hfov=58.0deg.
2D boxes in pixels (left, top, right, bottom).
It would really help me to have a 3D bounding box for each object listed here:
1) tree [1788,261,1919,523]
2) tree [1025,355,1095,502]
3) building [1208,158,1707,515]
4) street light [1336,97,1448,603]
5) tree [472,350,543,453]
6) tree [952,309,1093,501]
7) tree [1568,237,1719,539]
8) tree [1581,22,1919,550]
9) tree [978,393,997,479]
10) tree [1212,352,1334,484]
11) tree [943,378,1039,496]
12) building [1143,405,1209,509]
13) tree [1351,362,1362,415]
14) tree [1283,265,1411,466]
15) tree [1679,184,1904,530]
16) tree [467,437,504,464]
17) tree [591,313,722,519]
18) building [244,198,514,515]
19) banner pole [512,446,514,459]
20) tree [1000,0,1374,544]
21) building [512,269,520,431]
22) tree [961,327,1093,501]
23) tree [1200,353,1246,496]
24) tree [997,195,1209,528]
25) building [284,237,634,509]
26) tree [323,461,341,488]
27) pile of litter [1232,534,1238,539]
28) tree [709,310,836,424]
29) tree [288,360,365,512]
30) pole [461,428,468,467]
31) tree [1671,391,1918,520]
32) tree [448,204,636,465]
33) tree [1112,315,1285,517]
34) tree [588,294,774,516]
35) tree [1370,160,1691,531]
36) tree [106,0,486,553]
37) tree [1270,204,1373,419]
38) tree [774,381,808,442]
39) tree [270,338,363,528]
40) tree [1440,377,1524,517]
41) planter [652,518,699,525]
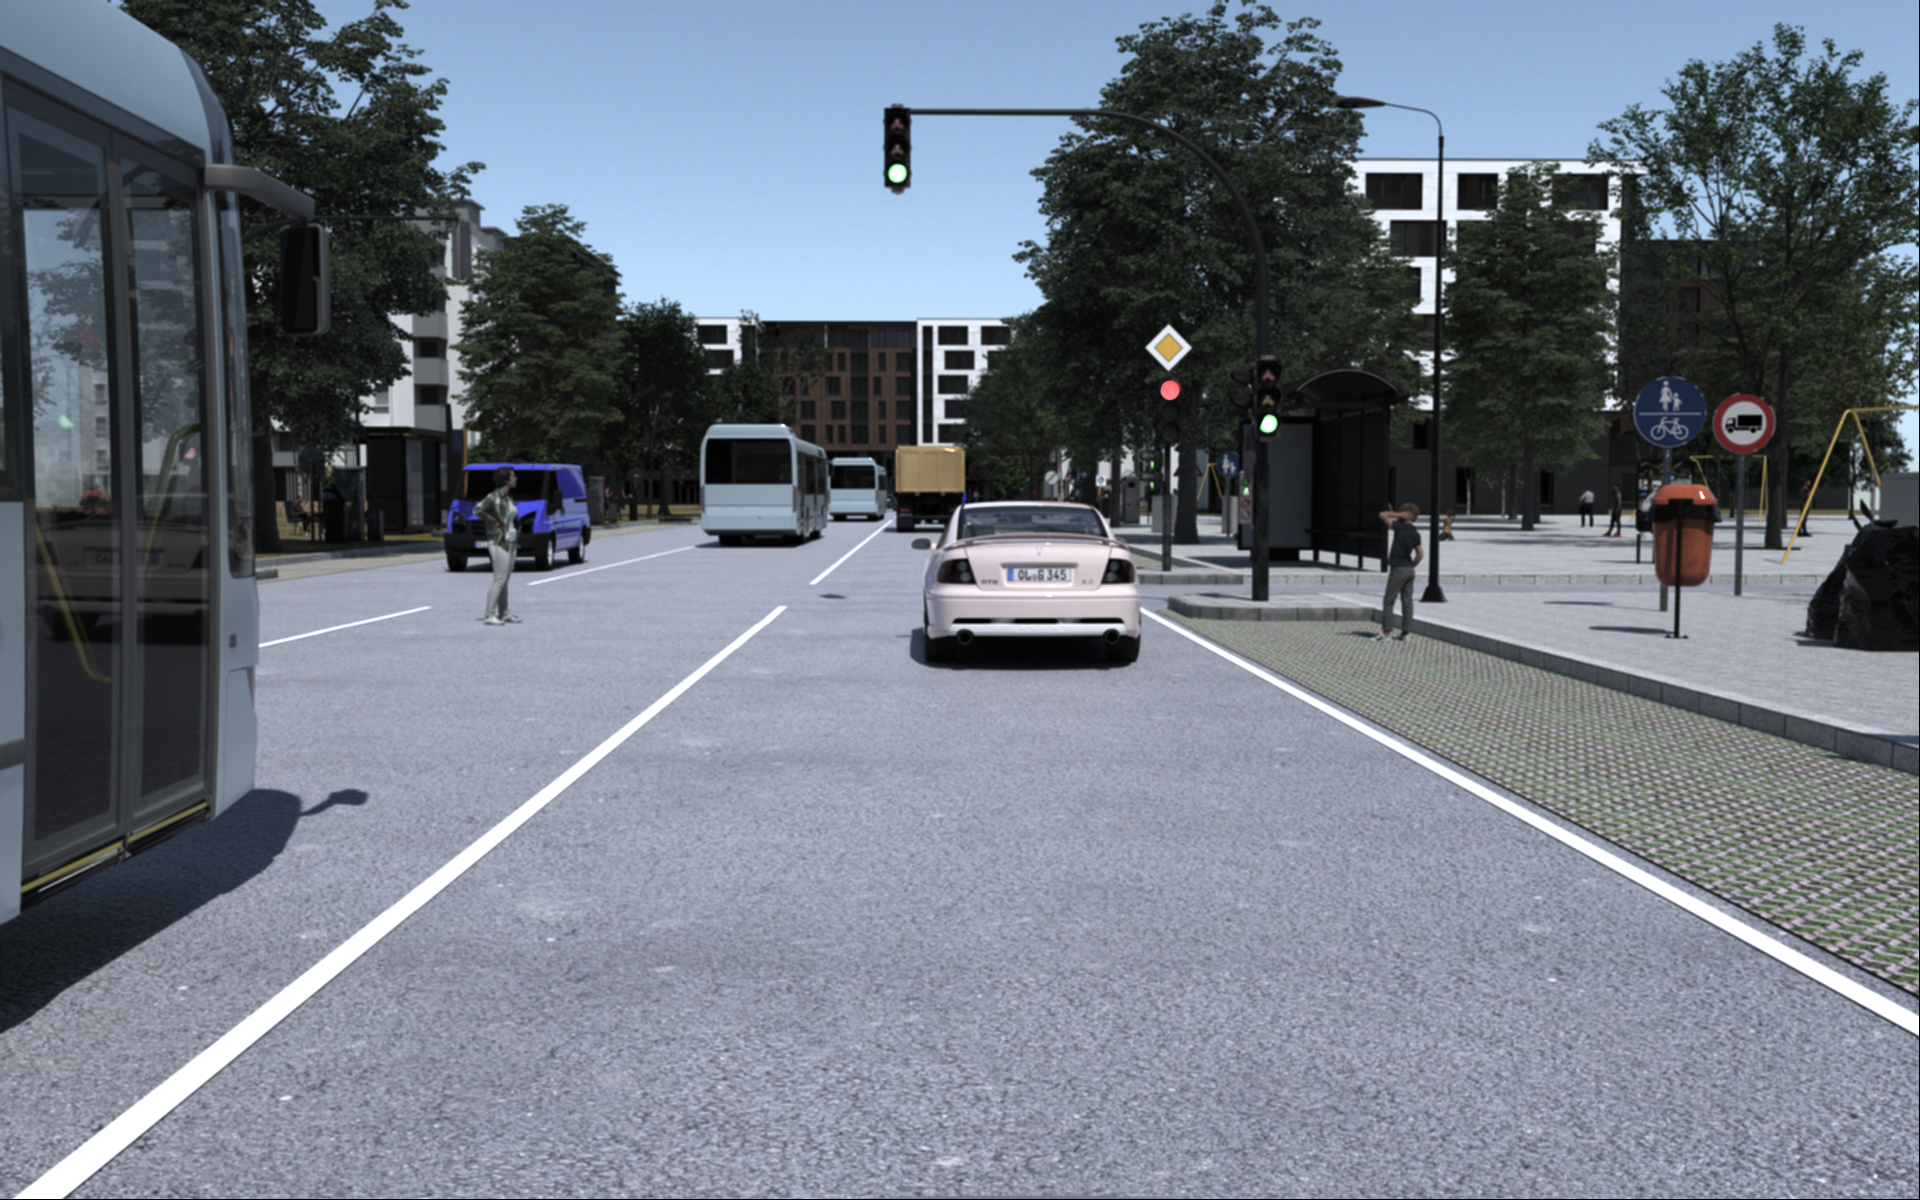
[{"bbox_3d":[28.353,-6.338,53.989,4.737,8.622,4.395,0,3,0],"label":"tree"},{"bbox_3d":[5.297,-8.296,86.001,4.737,8.622,4.395,0,3,0],"label":"tree"},{"bbox_3d":[31.083,-17.013,122.140,27.936,21.610,32.646,0,4,-1],"label":"building"},{"bbox_3d":[5.098,-2.930,20.443,1.470,5.913,1.316,0,4,-1],"label":"street light"},{"bbox_3d":[-22.583,-8.427,88.136,4.360,8.622,3.978,0,3,0],"label":"tree"},{"bbox_3d":[4.656,-12.525,115.148,12.009,13.543,11.850,0,3,0],"label":"tree"},{"bbox_3d":[19.393,-6.032,48.988,4.360,8.622,3.978,0,3,0],"label":"tree"},{"bbox_3d":[18.622,-6.967,39.669,9.928,11.665,9.643,0,3,0],"label":"tree"},{"bbox_3d":[4.755,-13.633,141.033,7.486,12.596,7.792,0,3,0],"label":"tree"},{"bbox_3d":[13.495,-7.711,76.445,4.737,8.622,4.395,0,3,0],"label":"tree"},{"bbox_3d":[3.115,-15.239,166.158,9.611,12.733,9.660,0,3,0],"label":"tree"},{"bbox_3d":[22.345,-12.893,152.945,9.099,9.664,28.070,0,4,-1],"label":"building"},{"bbox_3d":[19.269,-8.452,88.547,4.737,8.622,4.395,0,3,0],"label":"tree"},{"bbox_3d":[12.113,-6.409,55.150,4.360,8.622,3.978,0,3,0],"label":"tree"},{"bbox_3d":[29.988,-8.804,62.069,7.486,12.596,7.792,0,3,0],"label":"tree"},{"bbox_3d":[-27.768,-7.123,100.180,4.285,4.588,4.351,0,3,0],"label":"tree"},{"bbox_3d":[-15.647,-9.436,88.683,7.601,10.594,8.767,0,4,-7],"label":"tree"},{"bbox_3d":[-37.760,-15.443,108.906,16.016,20.091,11.380,0,4,-1],"label":"building"},{"bbox_3d":[-19.372,-5.207,75.154,0.401,3.779,0.863,-1,4,-12],"label":"banner pole"},{"bbox_3d":[5.730,-8.414,44.223,9.857,13.997,8.962,0,3,0],"label":"tree"},{"bbox_3d":[-39.253,-16.152,120.497,16.016,20.091,11.380,0,4,-1],"label":"building"},{"bbox_3d":[5.009,-10.814,102.557,9.928,11.665,9.643,0,3,0],"label":"tree"},{"bbox_3d":[13.037,-8.098,82.761,4.360,8.622,3.978,0,3,0],"label":"tree"},{"bbox_3d":[6.066,-8.973,64.838,7.486,12.596,7.792,0,3,0],"label":"tree"},{"bbox_3d":[-47.581,-18.812,151.549,32.646,21.610,27.936,0,4,-1],"label":"building"},{"bbox_3d":[-36.432,-6.496,100.811,1.663,3.219,1.824,0,3,0],"label":"tree"},{"bbox_3d":[8.186,-2.117,48.577,1.176,0.858,1.719,2,4,31],"label":"pile of litter"},{"bbox_3d":[-19.935,-19.777,179.241,12.611,20.169,13.585,0,3,0],"label":"tree"},{"bbox_3d":[-34.363,-8.754,93.489,4.737,8.622,4.395,0,3,0],"label":"tree"},{"bbox_3d":[-15.352,-3.662,53.721,0.158,3.312,0.155,0,3,0],"label":"pole"},{"bbox_3d":[42.190,-7.708,88.931,11.467,7.101,20.602,0,4,5],"label":"tree"},{"bbox_3d":[-16.427,-9.164,67.954,7.486,12.596,7.792,0,3,0],"label":"tree"},{"bbox_3d":[15.141,-10.501,97.453,9.928,11.665,9.643,0,3,0],"label":"tree"},{"bbox_3d":[-17.261,-11.183,99.853,9.611,12.733,9.660,0,3,0],"label":"tree"},{"bbox_3d":[19.325,-8.652,59.590,7.486,12.596,7.792,0,3,0],"label":"tree"},{"bbox_3d":[-15.273,-8.010,37.623,9.857,13.997,8.962,0,3,0],"label":"tree"},{"bbox_3d":[15.117,-9.155,67.803,7.486,12.596,7.792,0,3,0],"label":"tree"},{"bbox_3d":[-17.473,-13.782,142.349,9.611,12.733,9.660,0,3,0],"label":"tree"},{"bbox_3d":[-24.941,-7.070,65.952,4.360,8.622,3.978,0,3,0],"label":"tree"},{"bbox_3d":[29.570,-8.815,94.491,4.737,8.622,4.395,0,3,0],"label":"tree"},{"bbox_3d":[-13.309,-3.671,81.163,1.991,0.319,1.994,0,4,-1],"label":"planter"}]
